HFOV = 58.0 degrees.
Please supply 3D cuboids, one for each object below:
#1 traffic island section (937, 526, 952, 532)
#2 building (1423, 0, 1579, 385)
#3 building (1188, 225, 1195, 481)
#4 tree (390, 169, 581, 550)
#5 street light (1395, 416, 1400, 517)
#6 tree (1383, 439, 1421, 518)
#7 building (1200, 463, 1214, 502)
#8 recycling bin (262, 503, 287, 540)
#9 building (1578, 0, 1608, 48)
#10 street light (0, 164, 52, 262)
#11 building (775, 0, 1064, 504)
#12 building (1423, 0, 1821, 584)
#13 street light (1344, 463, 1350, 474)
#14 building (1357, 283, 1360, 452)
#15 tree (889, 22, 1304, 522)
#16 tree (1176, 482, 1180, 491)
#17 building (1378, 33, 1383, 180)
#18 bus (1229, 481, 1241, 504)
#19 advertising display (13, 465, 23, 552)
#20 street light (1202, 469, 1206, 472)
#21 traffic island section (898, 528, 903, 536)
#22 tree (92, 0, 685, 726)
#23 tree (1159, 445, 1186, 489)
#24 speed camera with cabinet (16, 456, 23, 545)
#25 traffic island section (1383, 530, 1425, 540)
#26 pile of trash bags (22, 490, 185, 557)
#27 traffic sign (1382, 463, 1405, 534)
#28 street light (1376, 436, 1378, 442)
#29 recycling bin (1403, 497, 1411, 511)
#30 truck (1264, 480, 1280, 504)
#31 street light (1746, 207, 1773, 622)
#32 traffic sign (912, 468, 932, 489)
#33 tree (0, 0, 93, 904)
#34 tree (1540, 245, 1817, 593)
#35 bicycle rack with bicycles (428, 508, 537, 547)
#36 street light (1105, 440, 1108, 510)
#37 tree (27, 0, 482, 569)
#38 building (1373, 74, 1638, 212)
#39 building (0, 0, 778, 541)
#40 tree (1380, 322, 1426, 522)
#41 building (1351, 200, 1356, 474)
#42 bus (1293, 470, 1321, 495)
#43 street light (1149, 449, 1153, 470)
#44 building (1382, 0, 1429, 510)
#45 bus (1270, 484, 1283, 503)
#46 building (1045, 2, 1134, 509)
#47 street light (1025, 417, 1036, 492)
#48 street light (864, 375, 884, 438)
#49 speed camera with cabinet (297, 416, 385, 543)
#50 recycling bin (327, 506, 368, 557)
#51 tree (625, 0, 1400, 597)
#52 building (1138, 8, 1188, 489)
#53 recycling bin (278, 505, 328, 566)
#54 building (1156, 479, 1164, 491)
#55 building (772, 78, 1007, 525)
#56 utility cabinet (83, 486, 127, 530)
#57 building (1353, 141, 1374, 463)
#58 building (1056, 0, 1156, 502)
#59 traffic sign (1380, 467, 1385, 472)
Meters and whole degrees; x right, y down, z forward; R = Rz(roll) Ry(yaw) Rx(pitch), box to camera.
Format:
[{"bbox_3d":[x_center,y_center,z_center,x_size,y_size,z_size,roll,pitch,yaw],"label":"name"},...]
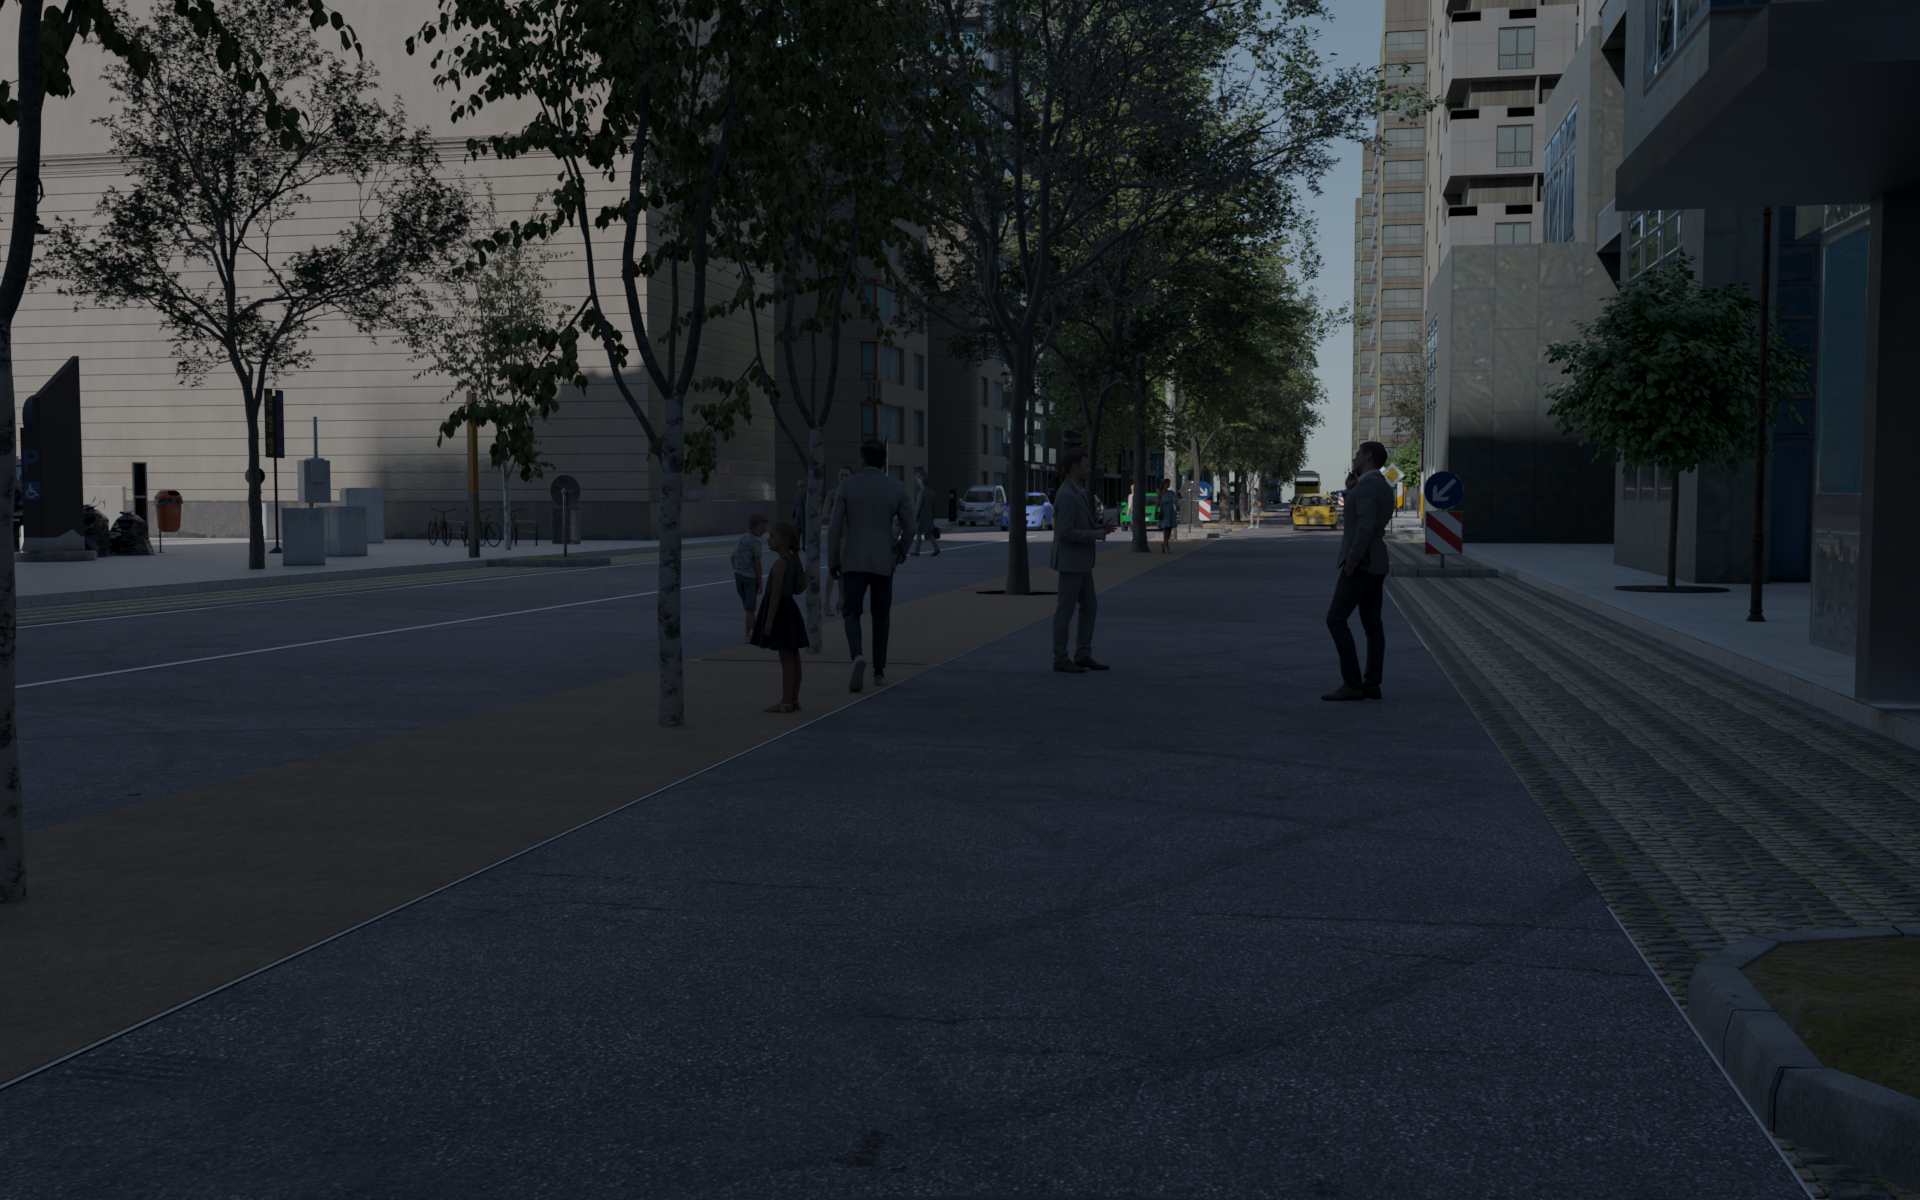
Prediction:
[{"bbox_3d":[-1.483,-2.721,66.762,2.009,0.180,2.903,1,4,12],"label":"traffic island section"},{"bbox_3d":[43.018,-31.564,105.315,28.713,52.752,27.495,1,4,12],"label":"building"},{"bbox_3d":[28.799,-37.443,262.300,14.600,45.320,14.200,1,4,12],"label":"building"},{"bbox_3d":[-10.436,-5.434,39.203,4.360,8.622,3.978,0,3,0],"label":"tree"},{"bbox_3d":[24.803,-7.674,98.260,0.468,5.910,1.993,1,4,12],"label":"street light"},{"bbox_3d":[24.438,-6.621,91.965,4.285,4.588,4.351,0,3,0],"label":"tree"},{"bbox_3d":[35.226,-37.088,289.975,14.154,41.232,14.086,1,4,12],"label":"building"},{"bbox_3d":[-19.420,-2.208,48.656,0.722,1.027,0.722,2,4,35],"label":"recycling bin"},{"bbox_3d":[40.187,-32.115,67.073,28.212,58.520,21.231,1,4,12],"label":"building"},{"bbox_3d":[-12.646,-3.056,22.761,0.468,5.910,1.993,1,4,12],"label":"street light"},{"bbox_3d":[-5.206,-30.926,125.249,23.786,49.044,30.456,1,4,12],"label":"building"},{"bbox_3d":[22.643,-44.209,35.494,22.319,86.520,31.000,1,4,12],"label":"building"},{"bbox_3d":[57.064,-17.224,254.400,0.468,5.910,1.993,1,4,12],"label":"street light"},{"bbox_3d":[58.974,-27.756,225.510,14.160,30.474,14.107,1,4,12],"label":"building"},{"bbox_3d":[2.475,-5.954,34.212,8.767,10.594,7.601,1,4,12],"label":"tree"},{"bbox_3d":[27.500,-13.938,222.482,1.663,3.219,1.824,0,3,0],"label":"tree"},{"bbox_3d":[45.268,-31.044,157.676,14.600,45.320,14.200,1,4,12],"label":"building"},{"bbox_3d":[38.842,-15.176,242.985,2.948,3.499,13.247,1,4,10],"label":"bus"},{"bbox_3d":[-20.947,-2.015,38.159,0.974,1.923,0.123,-2,4,-29],"label":"advertising display"},{"bbox_3d":[36.824,-17.655,261.449,0.468,5.910,1.993,1,4,12],"label":"street light"},{"bbox_3d":[-3.102,-2.242,58.942,2.009,0.180,2.903,1,4,12],"label":"traffic island section"},{"bbox_3d":[-1.772,-3.538,10.663,4.737,8.622,4.395,0,3,0],"label":"tree"},{"bbox_3d":[26.898,-16.255,216.138,4.737,8.622,4.395,0,3,0],"label":"tree"},{"bbox_3d":[-22.455,-2.901,41.763,2.038,3.252,0.660,2,4,28],"label":"speed camera with cabinet"},{"bbox_3d":[13.831,-2.028,55.445,2.009,0.180,2.903,1,4,12],"label":"traffic island section"},{"bbox_3d":[-17.768,-1.630,36.405,1.912,1.369,3.447,1,4,22],"label":"pile of trash bags"},{"bbox_3d":[13.806,-3.164,55.373,0.795,2.450,0.064,1,4,12],"label":"traffic sign"},{"bbox_3d":[32.463,-9.920,134.982,0.468,5.910,1.993,1,4,12],"label":"street light"},{"bbox_3d":[34.582,-7.483,134.897,0.722,1.027,0.722,-2,4,-28],"label":"recycling bin"},{"bbox_3d":[47.312,-16.757,263.727,2.967,4.110,18.799,1,4,11],"label":"truck"},{"bbox_3d":[8.026,-2.722,17.287,0.468,5.910,1.993,1,4,12],"label":"street light"},{"bbox_3d":[-1.459,-3.856,66.695,0.795,2.450,0.064,1,4,12],"label":"traffic sign"},{"bbox_3d":[-3.355,-3.256,6.059,4.737,8.622,4.395,0,3,0],"label":"tree"},{"bbox_3d":[9.518,-2.396,22.894,4.285,4.588,4.351,0,3,0],"label":"tree"},{"bbox_3d":[-11.715,-1.806,42.902,2.852,0.926,2.925,-2,4,-30],"label":"bicycle rack with bicycles"},{"bbox_3d":[12.103,-10.365,142.249,0.468,5.910,1.993,1,4,12],"label":"street light"},{"bbox_3d":[-11.945,-5.826,29.669,8.767,10.594,7.601,1,4,11],"label":"tree"},{"bbox_3d":[54.116,-34.214,179.014,23.786,49.044,30.456,1,4,12],"label":"building"},{"bbox_3d":[-19.199,-15.756,54.873,25.104,27.353,12.463,1,4,12],"label":"building"},{"bbox_3d":[19.687,-7.434,71.909,4.360,8.622,3.978,0,3,0],"label":"tree"},{"bbox_3d":[61.461,-33.992,239.369,14.154,41.232,14.086,1,4,12],"label":"building"},{"bbox_3d":[36.097,-11.531,180.083,2.896,3.916,12.252,1,4,11],"label":"bus"},{"bbox_3d":[19.799,-12.633,179.341,0.468,5.910,1.993,1,4,12],"label":"street light"},{"bbox_3d":[41.895,-28.116,143.290,14.154,41.232,14.086,1,4,12],"label":"building"},{"bbox_3d":[52.162,-17.911,287.703,2.948,3.499,13.247,1,4,12],"label":"bus"},{"bbox_3d":[4.221,-30.690,156.412,22.147,44.769,28.867,1,4,12],"label":"building"},{"bbox_3d":[4.221,-8.030,104.072,0.468,5.910,1.993,1,4,12],"label":"street light"},{"bbox_3d":[-3.334,-5.782,67.328,0.468,5.910,1.993,1,4,12],"label":"street light"},{"bbox_3d":[-16.007,-3.085,44.776,2.038,3.252,0.660,-3,4,-39],"label":"speed camera with cabinet"},{"bbox_3d":[-12.754,-1.420,35.764,0.722,1.027,0.722,2,4,27],"label":"recycling bin"},{"bbox_3d":[0.823,-6.822,24.367,12.009,13.543,11.850,0,3,0],"label":"tree"},{"bbox_3d":[20.929,-56.653,238.948,22.319,86.520,31.000,1,4,12],"label":"building"},{"bbox_3d":[-11.887,-1.149,31.344,0.722,1.027,0.722,-1,4,-22],"label":"recycling bin"},{"bbox_3d":[8.147,-31.324,204.032,32.217,40.220,23.993,1,4,12],"label":"building"},{"bbox_3d":[-13.812,-14.797,86.970,27.650,21.520,28.899,1,4,12],"label":"building"},{"bbox_3d":[-22.996,-2.306,46.390,1.173,1.500,0.318,-1,4,-9],"label":"utility cabinet"},{"bbox_3d":[53.771,-31.708,202.022,14.154,41.232,14.086,1,4,12],"label":"building"},{"bbox_3d":[9.937,-45.355,179.798,20.563,71.187,20.611,1,4,12],"label":"building"},{"bbox_3d":[15.425,-3.642,63.193,0.795,2.450,0.064,1,4,12],"label":"traffic sign"}]
